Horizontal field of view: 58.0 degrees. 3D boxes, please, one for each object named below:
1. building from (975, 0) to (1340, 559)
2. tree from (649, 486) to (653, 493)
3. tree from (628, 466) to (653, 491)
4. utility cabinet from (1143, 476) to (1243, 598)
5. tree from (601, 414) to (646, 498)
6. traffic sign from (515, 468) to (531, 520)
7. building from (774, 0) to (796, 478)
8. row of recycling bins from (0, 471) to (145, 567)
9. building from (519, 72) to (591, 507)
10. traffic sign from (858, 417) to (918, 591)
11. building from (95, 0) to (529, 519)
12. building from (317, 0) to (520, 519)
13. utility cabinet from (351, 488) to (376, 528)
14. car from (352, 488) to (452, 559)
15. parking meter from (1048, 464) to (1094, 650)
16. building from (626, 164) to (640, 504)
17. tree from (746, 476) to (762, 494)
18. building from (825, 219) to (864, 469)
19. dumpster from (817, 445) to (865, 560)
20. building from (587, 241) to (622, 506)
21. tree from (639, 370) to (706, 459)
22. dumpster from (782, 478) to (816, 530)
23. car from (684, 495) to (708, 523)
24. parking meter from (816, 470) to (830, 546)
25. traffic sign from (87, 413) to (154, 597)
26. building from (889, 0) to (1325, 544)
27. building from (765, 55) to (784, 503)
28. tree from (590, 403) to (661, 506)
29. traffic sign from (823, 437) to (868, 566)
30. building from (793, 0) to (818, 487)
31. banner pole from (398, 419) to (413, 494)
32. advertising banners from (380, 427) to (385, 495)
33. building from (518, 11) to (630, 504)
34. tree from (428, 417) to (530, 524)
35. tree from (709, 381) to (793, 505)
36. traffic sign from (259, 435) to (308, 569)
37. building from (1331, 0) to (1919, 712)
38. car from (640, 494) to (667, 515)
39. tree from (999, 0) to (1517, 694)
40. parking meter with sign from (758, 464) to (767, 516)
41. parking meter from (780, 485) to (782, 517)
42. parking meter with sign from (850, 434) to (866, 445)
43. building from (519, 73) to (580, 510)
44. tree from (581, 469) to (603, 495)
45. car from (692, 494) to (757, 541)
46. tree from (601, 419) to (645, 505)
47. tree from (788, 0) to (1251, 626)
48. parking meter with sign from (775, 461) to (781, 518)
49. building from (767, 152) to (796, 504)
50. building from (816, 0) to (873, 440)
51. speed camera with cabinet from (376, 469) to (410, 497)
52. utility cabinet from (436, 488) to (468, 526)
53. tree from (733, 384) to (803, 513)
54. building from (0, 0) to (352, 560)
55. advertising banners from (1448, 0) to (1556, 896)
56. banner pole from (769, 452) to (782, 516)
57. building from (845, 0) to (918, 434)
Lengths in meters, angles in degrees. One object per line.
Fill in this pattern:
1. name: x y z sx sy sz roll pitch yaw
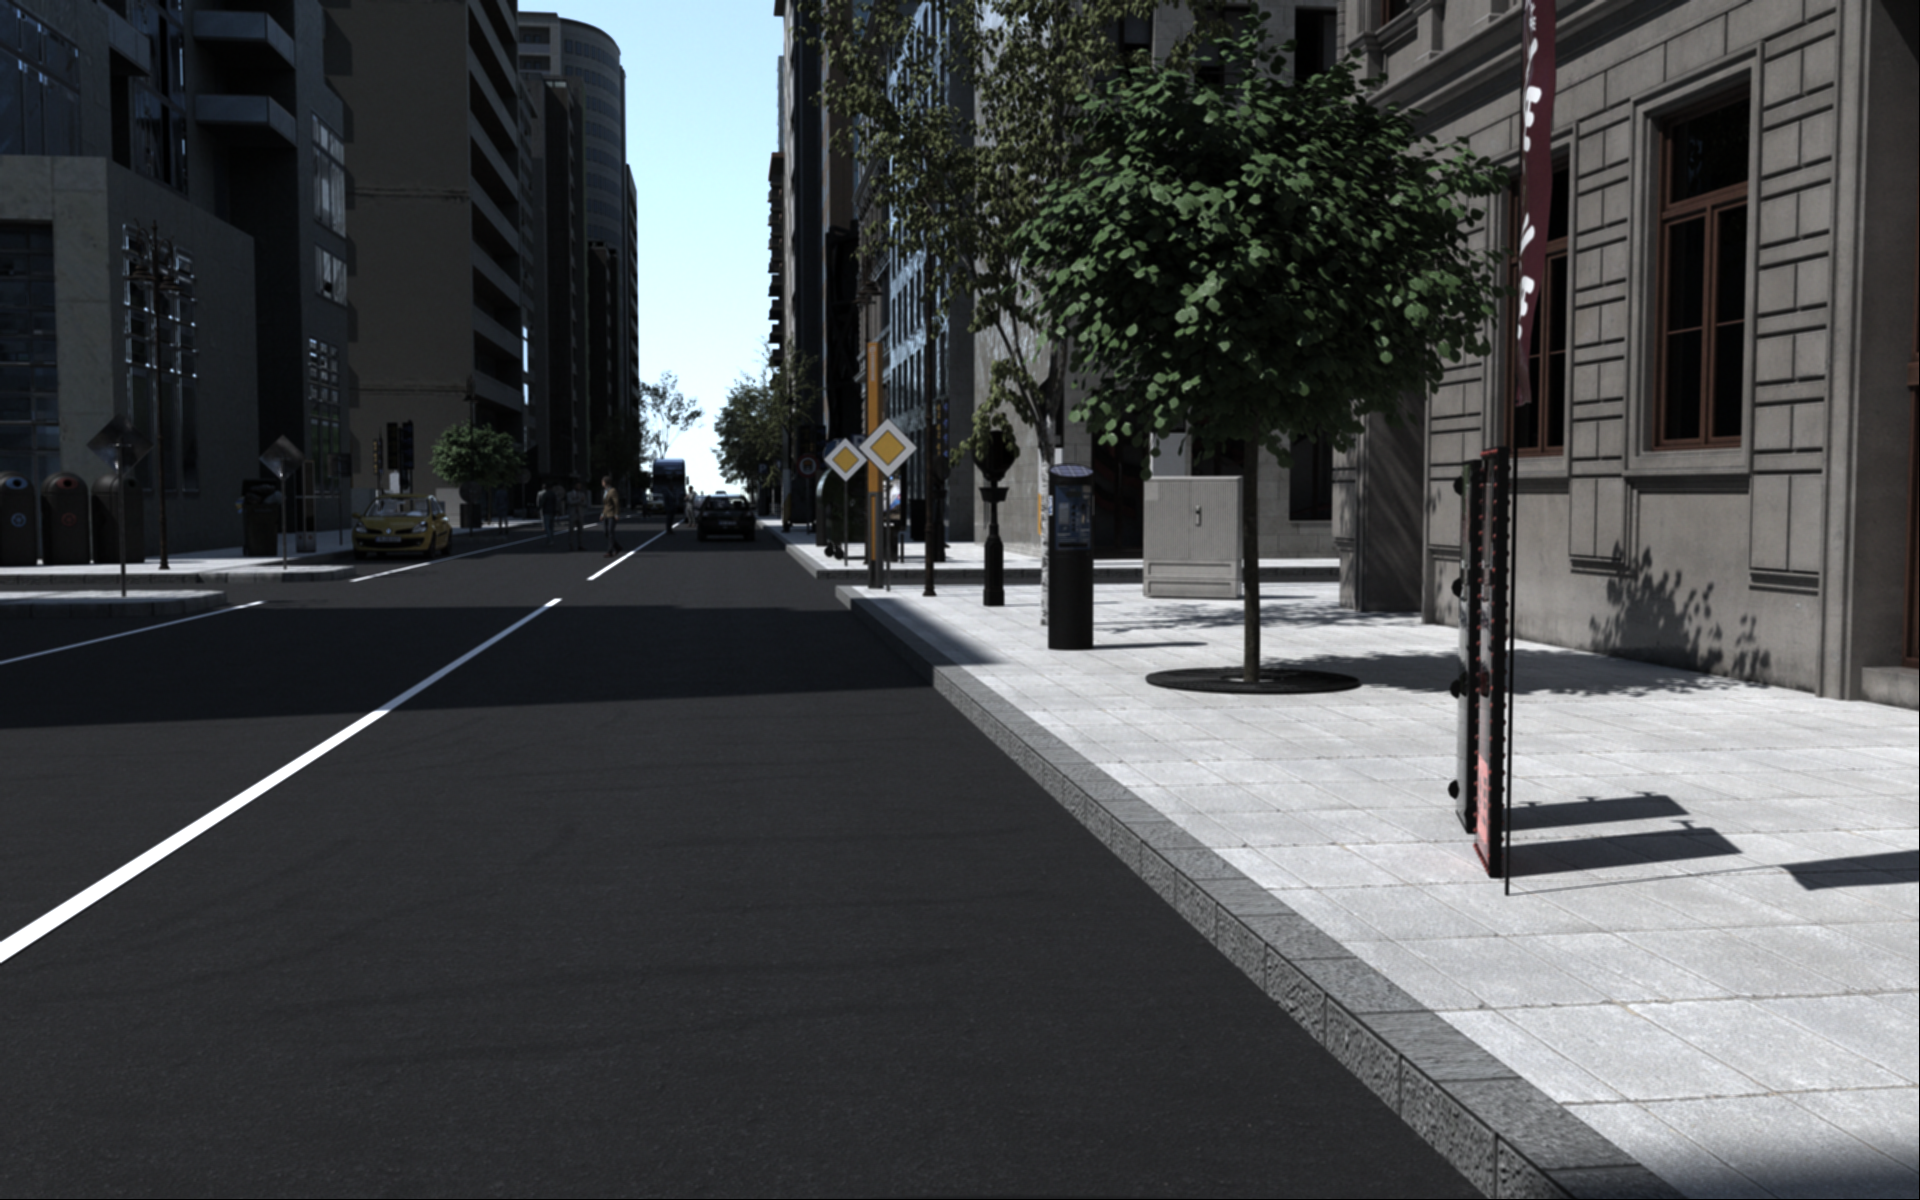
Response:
1. building: 9.398 -11.289 39.328 16.860 20.320 10.420 0 4 -8
2. tree: -42.582 -15.110 241.642 1.663 3.219 1.824 0 3 0
3. tree: -36.972 -13.264 200.583 4.285 4.588 4.351 0 3 0
4. utility cabinet: 2.855 -0.769 21.258 1.173 1.500 0.318 1 4 22
5. tree: -31.506 -12.867 160.729 4.737 8.622 4.395 0 3 0
6. traffic sign: -21.479 -5.201 85.148 0.768 2.556 0.104 0 4 -2
7. building: -2.831 -35.238 165.376 28.713 52.752 27.495 0 4 -8
8. row of recycling bins: -16.648 -1.476 31.251 3.534 1.692 1.069 -3 5 -45
9. building: -42.763 -29.360 163.624 14.154 41.232 14.086 0 4 -8
10. traffic sign: -0.948 -1.170 22.766 0.795 2.450 0.064 0 4 -8
11. building: -40.360 -49.077 115.088 22.319 86.520 31.000 0 4 -8
12. building: -34.547 -28.398 88.011 21.300 48.544 21.600 0 4 -8
13. utility cabinet: -22.444 -3.452 65.123 1.173 1.500 0.318 2 4 30
14. car: -12.630 -1.778 39.298 2.015 1.641 3.980 -1 4 -8
15. parking meter: 0.919 -0.363 14.344 0.372 1.533 0.369 0 3 0
16. building: -55.865 -37.692 239.971 21.300 48.544 21.600 0 4 -8
17. tree: -19.310 -10.533 166.809 1.663 3.219 1.824 0 3 0
18. building: 0.750 -14.131 98.498 16.820 18.784 16.811 0 4 -8
19. dumpster: -2.059 -1.960 34.546 1.502 2.255 1.985 0 4 -8
20. building: -45.730 -25.883 194.895 14.160 30.474 14.107 0 4 -8
21. tree: -44.003 -24.834 261.924 12.611 20.169 13.585 0 3 0
22. dumpster: -5.622 -3.396 61.289 1.264 1.857 1.865 0 4 -8
23. car: -12.865 -4.571 87.092 2.083 1.381 4.827 0 4 -6
24. parking meter: -3.339 -2.252 42.534 0.255 1.863 0.399 2 4 30
25. traffic sign: -10.409 -1.093 21.506 0.795 2.450 0.064 0 4 -8
26. building: 3.714 -12.292 55.718 10.420 20.320 16.860 0 4 -8
27. building: -17.114 -57.214 248.116 22.319 86.520 31.000 0 4 -8
28. tree: -34.675 -14.939 178.669 8.767 10.594 7.601 1 4 17
29. traffic sign: -2.024 -1.654 30.679 0.795 2.450 0.064 0 4 -8
30. building: -2.547 -36.370 136.646 21.231 58.520 28.212 0 4 -8
31. banner pole: -18.627 -4.177 58.303 0.863 3.779 0.401 2 4 35
32. advertising banners: -15.341 -3.045 45.972 0.090 3.025 2.074 -1 4 -17
33. building: -52.588 -41.130 214.468 21.231 58.520 28.212 0 4 -8
34. tree: -21.073 -5.745 77.651 4.285 4.588 4.351 0 3 0
35. tree: -23.365 -17.674 195.619 9.857 13.997 8.962 0 3 0
36. traffic sign: -11.484 -1.577 29.418 0.795 2.450 0.064 0 4 -8
37. building: 10.534 -10.636 10.056 11.583 22.565 21.152 0 4 -8
38. car: -21.386 -6.795 121.327 2.015 1.641 3.980 -1 4 -9
39. tree: 1.968 -1.714 11.735 4.285 4.588 4.351 0 3 0
40. parking meter with sign: -11.490 -6.379 100.554 0.543 3.016 1.738 -1 4 -9
41. parking meter: -9.867 -5.566 96.715 0.255 1.863 0.399 0 4 4
42. parking meter with sign: -2.674 -3.265 49.638 0.543 3.016 1.738 -1 4 -18
43. building: -48.594 -27.625 143.543 32.217 40.220 23.993 0 4 -8
44. tree: -28.718 -8.672 136.387 1.663 3.219 1.824 0 3 0
45. car: -7.331 -2.709 54.072 2.009 1.686 4.222 -1 4 -10
46. tree: -32.978 -13.400 169.454 4.360 8.622 3.978 0 3 0
47. tree: 0.623 -4.059 16.722 4.737 8.622 4.395 0 3 0
48. parking meter with sign: -8.774 -5.788 90.892 1.738 3.016 0.543 1 4 17
49. building: -13.085 -34.566 219.784 22.147 44.769 28.867 0 4 -8
50. building: -2.246 -28.478 115.729 14.600 45.320 14.200 0 4 -8
51. speed camera with cabinet: -24.360 -4.867 73.917 0.660 3.252 2.038 1 4 22
52. utility cabinet: -19.948 -3.631 68.050 1.173 1.500 0.318 0 3 0
53. tree: -12.622 -10.059 114.824 4.360 8.622 3.978 0 3 0
54. building: -29.442 -44.774 44.726 22.319 86.520 31.000 0 4 -8
55. advertising banners: 1.839 -0.597 5.950 0.090 3.025 2.074 1 4 11
56. banner pole: -10.800 -6.820 101.519 0.863 3.779 0.401 -1 4 -12
57. building: 1.231 -15.007 74.238 11.050 23.489 19.941 0 4 -8
